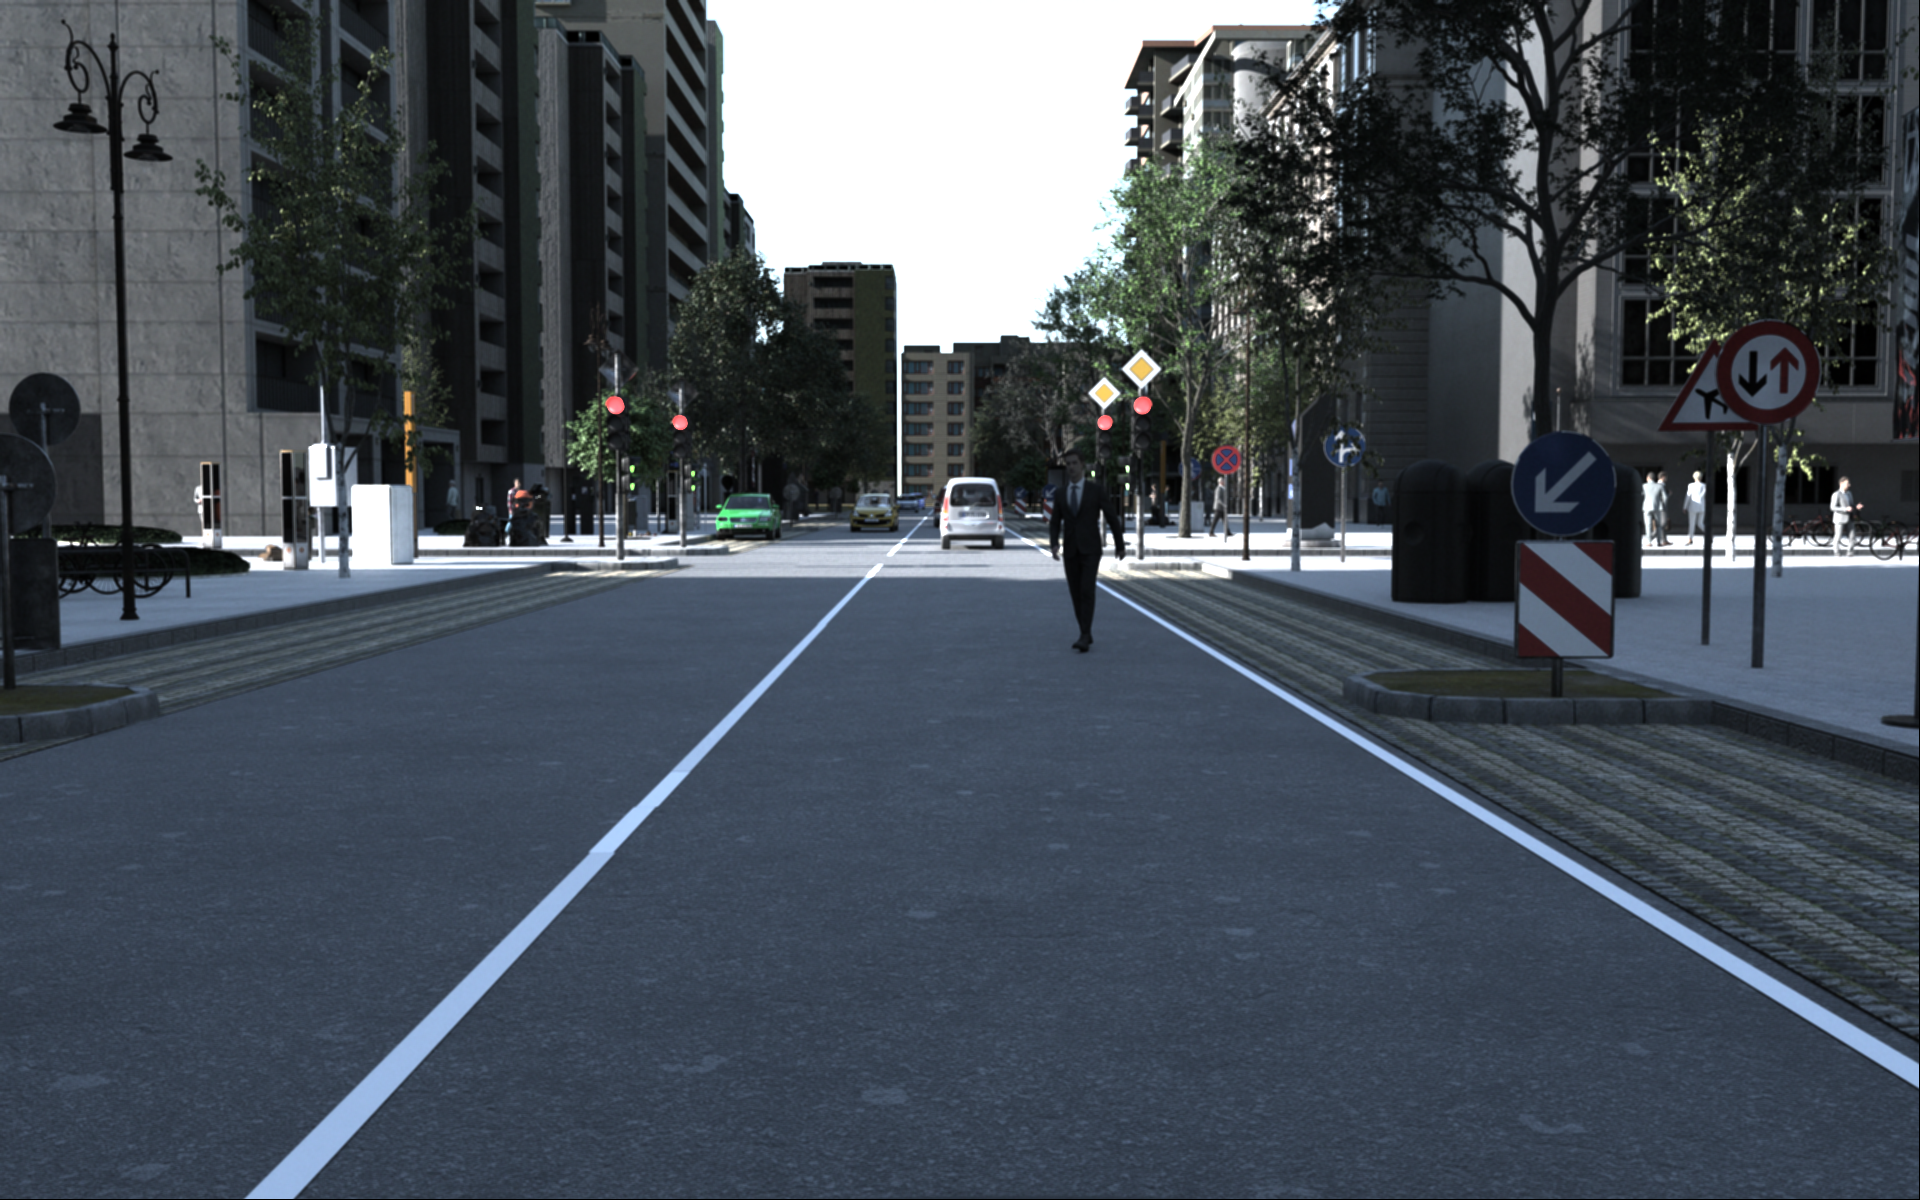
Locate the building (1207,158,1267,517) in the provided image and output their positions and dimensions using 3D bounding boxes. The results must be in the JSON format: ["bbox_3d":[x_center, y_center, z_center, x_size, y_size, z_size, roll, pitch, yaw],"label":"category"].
[{"bbox_3d":[21.813,-17.010,106.991,11.050,23.489,19.941,0,4,0],"label":"building"}]

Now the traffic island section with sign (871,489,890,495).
[{"bbox_3d":[-7.002,-8.250,143.516,1.989,1.847,2.006,0,4,0],"label":"traffic island section with sign"}]

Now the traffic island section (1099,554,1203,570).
[{"bbox_3d":[3.524,-0.698,33.698,2.009,0.180,2.903,0,4,0],"label":"traffic island section"}]

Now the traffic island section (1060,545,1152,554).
[{"bbox_3d":[3.472,-1.187,41.683,2.009,0.180,2.903,0,4,0],"label":"traffic island section"}]

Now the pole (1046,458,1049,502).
[{"bbox_3d":[4.924,-6.340,97.494,0.158,3.312,0.155,0,3,0],"label":"pole"}]

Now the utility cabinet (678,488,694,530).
[{"bbox_3d":[-9.619,-3.176,60.600,0.318,1.500,1.173,-2,4,-28],"label":"utility cabinet"}]

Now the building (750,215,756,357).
[{"bbox_3d":[-27.771,-24.606,174.007,14.107,30.474,14.160,0,4,0],"label":"building"}]

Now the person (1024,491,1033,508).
[{"bbox_3d":[6.348,-9.292,157.596,0.705,1.869,1.348,-3,4,-36],"label":"person"}]

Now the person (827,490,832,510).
[{"bbox_3d":[-10.773,-8.298,142.499,0.721,1.735,1.217,-1,4,-18],"label":"person"}]

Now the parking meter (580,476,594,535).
[{"bbox_3d":[-11.791,-3.000,54.766,0.399,1.863,0.255,1,4,17],"label":"parking meter"}]

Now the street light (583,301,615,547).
[{"bbox_3d":[-8.666,-4.216,41.718,0.468,5.910,1.993,0,4,0],"label":"street light"}]

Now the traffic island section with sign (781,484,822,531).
[{"bbox_3d":[-6.502,-3.579,67.147,1.989,1.847,2.006,0,4,0],"label":"traffic island section with sign"}]

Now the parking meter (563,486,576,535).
[{"bbox_3d":[-12.395,-2.850,55.016,0.372,1.533,0.369,0,3,0],"label":"parking meter"}]

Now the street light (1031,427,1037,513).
[{"bbox_3d":[4.966,-8.782,116.376,0.468,5.910,1.993,0,4,0],"label":"street light"}]

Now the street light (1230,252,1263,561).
[{"bbox_3d":[5.517,-3.697,33.233,0.468,5.910,1.993,0,4,0],"label":"street light"}]

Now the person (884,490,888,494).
[{"bbox_3d":[-6.320,-8.404,146.580,0.621,1.740,0.551,2,4,33],"label":"person"}]

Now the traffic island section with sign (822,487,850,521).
[{"bbox_3d":[-6.673,-5.228,94.102,1.989,1.847,2.006,0,4,0],"label":"traffic island section with sign"}]

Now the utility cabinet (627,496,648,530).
[{"bbox_3d":[-11.562,-3.067,61.315,1.020,1.237,0.306,1,4,17],"label":"utility cabinet"}]

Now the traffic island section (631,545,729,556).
[{"bbox_3d":[-6.669,-1.183,41.622,2.009,0.180,2.903,0,4,0],"label":"traffic island section"}]

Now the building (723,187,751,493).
[{"bbox_3d":[-27.492,-23.716,159.453,14.160,30.474,14.107,0,4,0],"label":"building"}]

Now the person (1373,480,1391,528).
[{"bbox_3d":[15.932,-3.637,65.533,0.660,1.820,0.620,0,4,-6],"label":"person"}]

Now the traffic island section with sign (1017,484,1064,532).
[{"bbox_3d":[3.323,-3.526,66.281,1.989,1.847,2.006,0,4,0],"label":"traffic island section with sign"}]

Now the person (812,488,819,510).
[{"bbox_3d":[-11.636,-8.125,139.339,0.568,1.767,0.683,-1,4,-14],"label":"person"}]

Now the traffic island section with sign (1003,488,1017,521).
[{"bbox_3d":[3.139,-5.227,94.086,1.989,1.847,2.006,0,4,0],"label":"traffic island section with sign"}]

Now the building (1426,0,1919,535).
[{"bbox_3d":[29.693,-16.198,58.346,24.014,27.812,14.314,0,4,0],"label":"building"}]

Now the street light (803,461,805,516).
[{"bbox_3d":[-9.049,-7.813,100.526,0.468,5.910,1.993,0,4,0],"label":"street light"}]

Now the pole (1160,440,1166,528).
[{"bbox_3d":[7.725,-4.411,65.967,0.158,3.312,0.155,0,3,0],"label":"pole"}]

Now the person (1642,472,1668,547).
[{"bbox_3d":[16.818,-2.197,42.059,0.635,1.810,0.391,0,4,4],"label":"person"}]

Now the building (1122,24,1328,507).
[{"bbox_3d":[27.278,-31.344,167.102,22.147,44.769,28.867,0,4,0],"label":"building"}]

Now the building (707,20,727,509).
[{"bbox_3d":[-27.525,-28.218,144.963,14.154,41.232,14.086,0,4,0],"label":"building"}]

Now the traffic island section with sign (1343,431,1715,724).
[{"bbox_3d":[3.675,-0.184,11.641,1.989,1.847,2.006,0,4,0],"label":"traffic island section with sign"}]

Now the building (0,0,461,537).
[{"bbox_3d":[-29.463,-38.043,60.261,20.563,71.187,20.611,0,4,0],"label":"building"}]

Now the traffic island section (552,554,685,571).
[{"bbox_3d":[-6.617,-0.695,33.637,2.009,0.180,2.903,0,4,0],"label":"traffic island section"}]

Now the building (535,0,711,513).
[{"bbox_3d":[-30.492,-30.759,126.619,21.300,48.544,21.600,0,4,0],"label":"building"}]

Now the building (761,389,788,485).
[{"bbox_3d":[-37.016,-23.225,224.759,28.899,21.520,27.650,0,4,0],"label":"building"}]

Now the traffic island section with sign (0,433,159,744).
[{"bbox_3d":[-6.146,-0.123,10.637,1.989,1.847,2.006,0,4,0],"label":"traffic island section with sign"}]

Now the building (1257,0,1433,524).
[{"bbox_3d":[22.744,-17.562,84.398,12.463,27.353,25.104,0,4,0],"label":"building"}]

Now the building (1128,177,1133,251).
[{"bbox_3d":[36.810,-36.910,223.085,30.456,49.044,23.786,0,4,0],"label":"building"}]

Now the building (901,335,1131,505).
[{"bbox_3d":[7.123,-23.262,225.373,28.899,21.520,27.650,0,4,0],"label":"building"}]

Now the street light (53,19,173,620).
[{"bbox_3d":[-8.497,-2.737,17.545,0.468,5.910,1.993,0,4,0],"label":"street light"}]

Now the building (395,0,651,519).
[{"bbox_3d":[-27.778,-20.623,108.894,14.160,30.474,14.107,0,4,0],"label":"building"}]

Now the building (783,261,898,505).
[{"bbox_3d":[-14.908,-27.288,217.857,14.107,30.474,14.160,0,4,0],"label":"building"}]

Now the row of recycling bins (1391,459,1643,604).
[{"bbox_3d":[6.875,-0.857,21.122,3.534,1.692,1.069,-1,4,-23],"label":"row of recycling bins"}]

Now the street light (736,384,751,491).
[{"bbox_3d":[-8.893,-6.014,71.122,0.468,5.910,1.993,0,4,0],"label":"street light"}]

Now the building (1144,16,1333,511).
[{"bbox_3d":[31.150,-27.462,140.885,32.217,40.220,23.993,0,4,0],"label":"building"}]

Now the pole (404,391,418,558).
[{"bbox_3d":[-10.933,-2.487,34.501,0.158,3.312,0.155,0,3,0],"label":"pole"}]
